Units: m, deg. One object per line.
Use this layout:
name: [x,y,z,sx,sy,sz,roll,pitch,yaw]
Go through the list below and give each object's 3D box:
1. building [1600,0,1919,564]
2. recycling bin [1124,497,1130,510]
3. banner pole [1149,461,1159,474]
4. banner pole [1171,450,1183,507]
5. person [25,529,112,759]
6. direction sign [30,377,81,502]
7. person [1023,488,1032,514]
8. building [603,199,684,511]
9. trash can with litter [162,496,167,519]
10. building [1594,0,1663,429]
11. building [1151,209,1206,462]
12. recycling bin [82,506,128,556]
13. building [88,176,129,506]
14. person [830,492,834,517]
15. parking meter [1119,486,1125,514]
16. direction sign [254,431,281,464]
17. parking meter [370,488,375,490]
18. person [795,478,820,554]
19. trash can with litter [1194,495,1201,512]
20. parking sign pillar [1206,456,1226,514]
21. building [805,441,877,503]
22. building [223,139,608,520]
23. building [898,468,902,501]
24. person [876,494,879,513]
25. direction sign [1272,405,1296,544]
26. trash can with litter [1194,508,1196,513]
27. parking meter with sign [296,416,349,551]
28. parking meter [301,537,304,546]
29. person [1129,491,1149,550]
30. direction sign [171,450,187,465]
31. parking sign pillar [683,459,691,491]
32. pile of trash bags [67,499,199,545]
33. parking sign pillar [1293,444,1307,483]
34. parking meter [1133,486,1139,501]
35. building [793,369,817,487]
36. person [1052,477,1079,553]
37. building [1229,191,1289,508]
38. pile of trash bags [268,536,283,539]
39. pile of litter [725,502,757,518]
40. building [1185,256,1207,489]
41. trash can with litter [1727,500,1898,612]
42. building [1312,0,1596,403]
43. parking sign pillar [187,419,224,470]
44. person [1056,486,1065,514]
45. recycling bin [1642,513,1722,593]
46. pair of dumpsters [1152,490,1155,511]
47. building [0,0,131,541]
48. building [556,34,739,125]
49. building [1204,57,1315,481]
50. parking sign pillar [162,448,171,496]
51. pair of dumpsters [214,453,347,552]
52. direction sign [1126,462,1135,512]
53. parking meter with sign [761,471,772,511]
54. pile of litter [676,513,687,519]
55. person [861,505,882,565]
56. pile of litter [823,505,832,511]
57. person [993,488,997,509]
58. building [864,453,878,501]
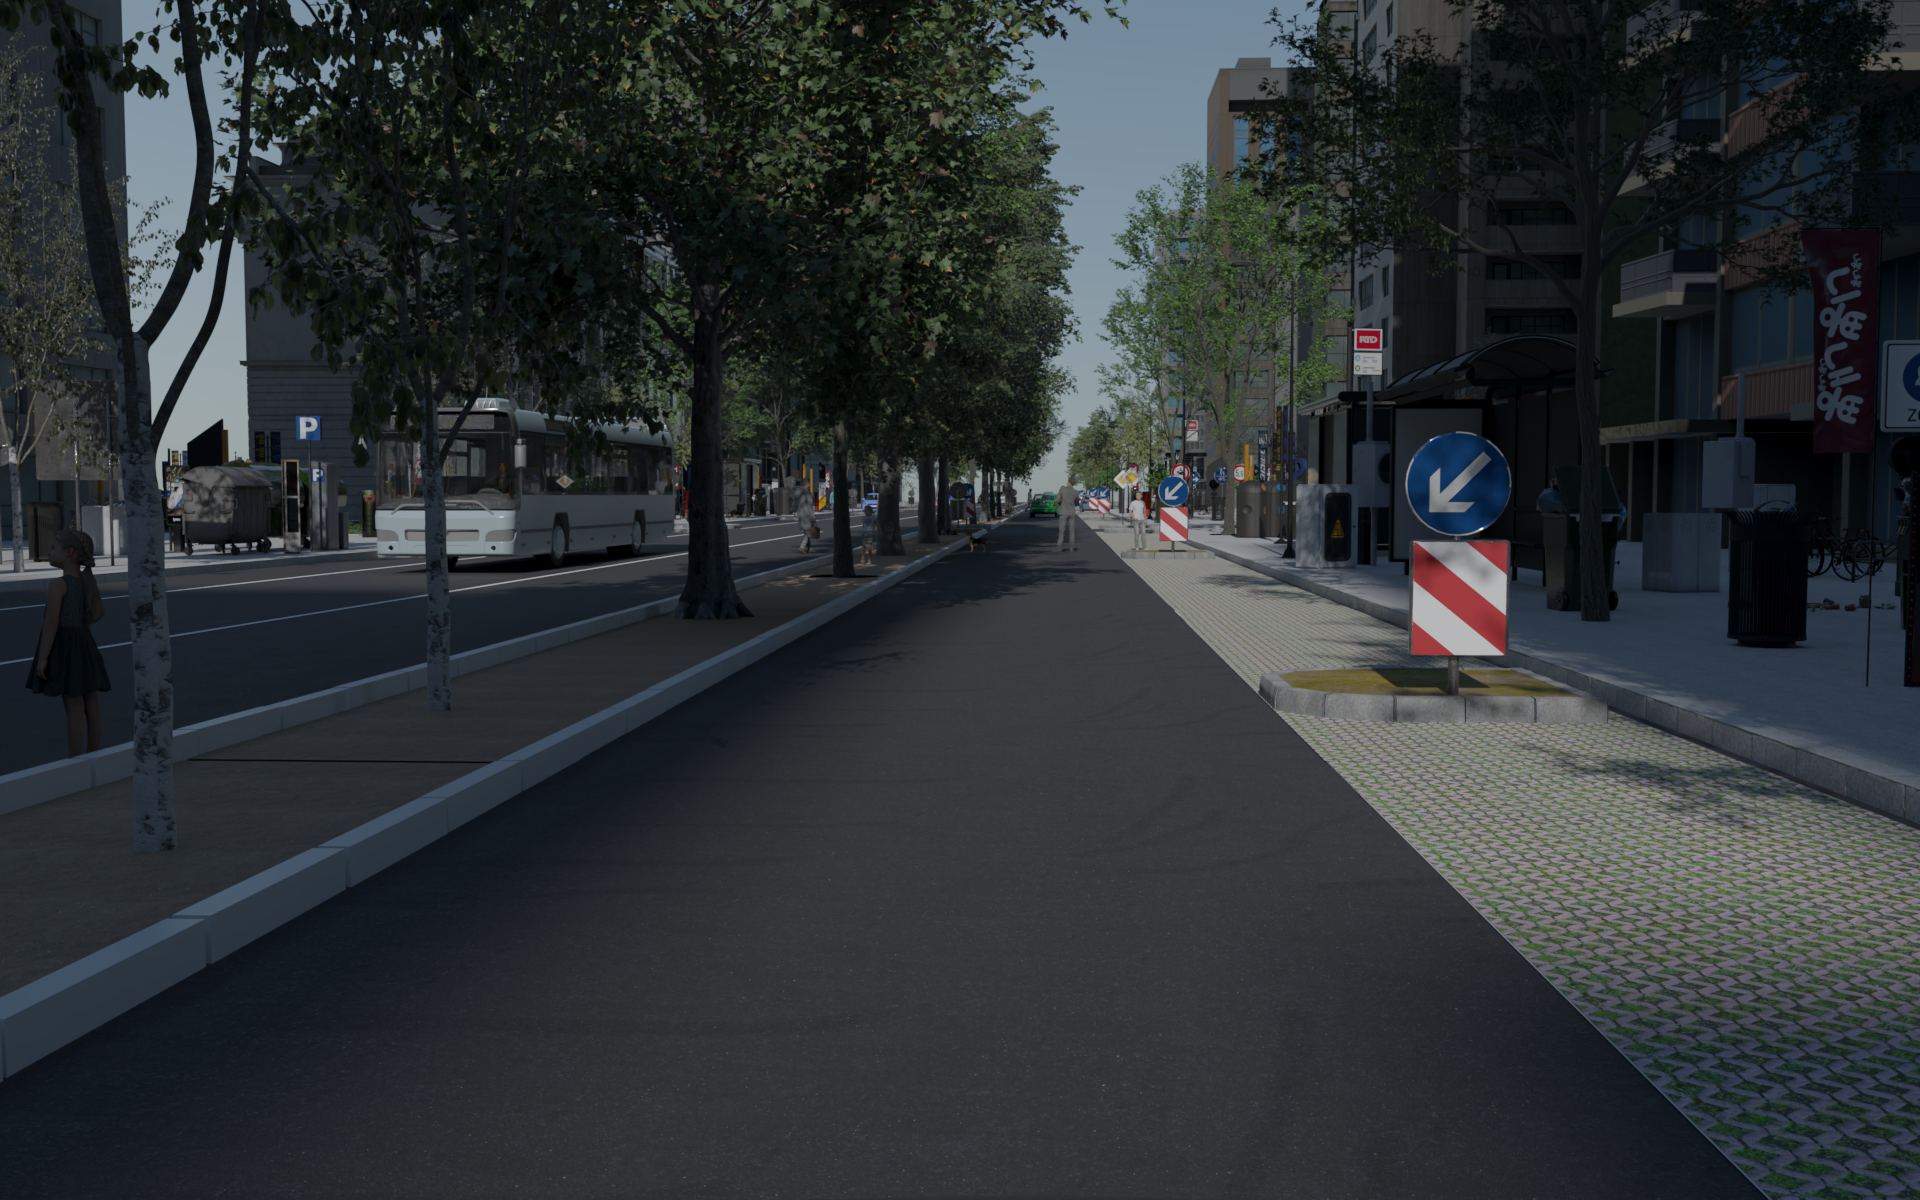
building: [27.099,-23.336,36.172,22.147,44.769,28.867,0,4,3]
recycling bin: [13.067,-7.624,137.205,0.722,1.027,0.722,1,4,21]
banner pole: [13.535,-7.971,120.337,0.863,3.779,0.401,0,4,3]
banner pole: [10.716,-5.854,85.732,0.863,3.779,0.401,2,4,24]
person: [-4.533,0.268,8.781,0.373,1.253,0.362,1,4,10]
direction sign: [-17.509,-2.546,33.626,0.876,3.537,0.379,-2,4,-35]
person: [4.984,-7.188,125.872,0.795,1.843,0.661,0,4,7]
building: [-27.482,-19.812,121.190,12.463,27.353,25.104,0,4,3]
trash can with litter: [-45.977,-5.353,98.583,1.678,1.210,2.233,-2,4,-30]
building: [27.925,-19.274,86.830,14.107,30.474,14.160,0,4,3]
building: [43.479,-40.939,288.956,23.786,49.044,30.456,0,4,3]
recycling bin: [-17.891,-1.450,36.266,0.722,1.027,0.722,-1,4,-10]
building: [-54.505,-14.744,90.211,18.267,20.994,9.793,0,4,3]
person: [-7.837,-6.141,108.769,0.638,1.841,0.748,0,4,2]
parking meter: [10.653,-6.624,114.010,0.255,1.863,0.399,2,4,32]
direction sign: [-25.019,-4.322,62.668,0.876,3.537,0.379,-1,4,-20]
parking meter: [-24.775,-3.968,73.293,0.372,1.533,0.369,0,3,0]
person: [-3.650,-2.011,41.481,0.694,1.812,0.767,3,5,45]
trash can with litter: [16.854,-6.968,124.990,1.678,1.210,2.233,0,4,-1]
parking sign pillar: [16.852,-7.647,113.504,1.447,3.967,1.447,1,4,22]
building: [-27.034,-40.812,256.522,28.713,52.752,27.495,0,4,3]
building: [-28.661,-15.566,96.298,13.314,21.916,24.055,0,4,3]
building: [-17.646,-32.292,299.670,14.160,30.474,14.107,0,4,3]
person: [-6.056,-7.482,131.007,0.537,1.800,0.526,2,4,33]
direction sign: [8.257,-3.208,44.450,0.379,3.537,0.876,0,4,-7]
trash can with litter: [15.861,-6.649,120.100,0.624,1.170,1.055,3,5,43]
parking meter with sign: [-14.492,-2.646,39.520,0.543,3.016,1.738,0,4,2]
parking meter: [-16.531,-2.127,43.180,0.372,1.533,0.369,0,3,0]
person: [4.464,-1.946,42.905,0.523,1.515,0.503,3,5,40]
direction sign: [-40.431,-5.989,89.911,0.876,3.537,0.379,0,4,-6]
parking sign pillar: [-19.646,-8.451,126.641,1.447,3.967,1.447,3,4,38]
pile of trash bags: [-20.441,-2.031,42.959,3.447,1.369,1.912,0,4,-8]
parking sign pillar: [18.495,-6.424,93.504,1.447,3.967,1.447,-1,4,-21]
parking meter: [12.239,-7.027,120.610,0.399,1.863,0.255,-2,4,-32]
building: [-27.986,-32.853,191.768,22.147,44.769,28.867,0,4,3]
person: [2.589,-2.089,42.462,0.655,1.846,0.447,-1,4,-14]
building: [32.636,-24.082,165.447,14.160,30.474,14.107,0,4,3]
pile of trash bags: [-20.386,-2.497,50.572,1.912,1.369,3.447,-2,4,-33]
pile of litter: [-11.906,-4.893,93.957,1.719,0.858,1.176,1,4,16]
building: [46.757,-34.859,261.828,32.217,40.220,23.993,0,4,3]
trash can with litter: [9.530,-0.505,19.308,2.233,1.210,1.678,0,4,-5]
building: [27.637,-20.207,102.078,14.160,30.474,14.107,0,4,3]
parking sign pillar: [-26.993,-4.508,62.171,1.447,3.967,1.447,0,4,2]
person: [4.439,-4.023,74.524,0.600,1.795,0.529,1,4,9]
recycling bin: [9.524,-0.631,22.872,0.722,1.027,0.722,-1,4,-12]
pair of dumpsters: [14.920,-7.735,128.963,1.574,2.255,4.437,0,4,3]
building: [-31.948,-22.244,47.280,14.086,41.232,14.154,0,4,3]
building: [-29.229,-31.083,162.830,22.147,44.769,28.867,0,4,3]
building: [32.955,-32.356,179.125,14.600,45.320,14.200,0,4,3]
parking sign pillar: [-46.449,-6.911,101.462,1.447,3.967,1.447,-2,4,-24]
pair of dumpsters: [-15.796,-2.297,40.048,1.574,2.255,4.437,0,4,3]
direction sign: [12.860,-8.452,130.180,0.876,3.537,0.379,3,4,38]
parking meter with sign: [-14.488,-8.145,129.431,1.738,3.016,0.543,3,4,36]
pile of litter: [-14.036,-4.676,90.420,1.719,0.858,1.176,0,4,-4]
person: [-1.780,-1.300,34.771,0.505,1.210,0.382,1,4,17]
pile of litter: [-10.629,-7.312,133.521,1.719,0.858,1.176,0,4,0]
person: [1.991,-6.078,107.715,0.661,1.843,0.795,0,4,-8]
building: [-22.622,-40.204,281.042,21.300,48.544,21.600,0,4,3]
